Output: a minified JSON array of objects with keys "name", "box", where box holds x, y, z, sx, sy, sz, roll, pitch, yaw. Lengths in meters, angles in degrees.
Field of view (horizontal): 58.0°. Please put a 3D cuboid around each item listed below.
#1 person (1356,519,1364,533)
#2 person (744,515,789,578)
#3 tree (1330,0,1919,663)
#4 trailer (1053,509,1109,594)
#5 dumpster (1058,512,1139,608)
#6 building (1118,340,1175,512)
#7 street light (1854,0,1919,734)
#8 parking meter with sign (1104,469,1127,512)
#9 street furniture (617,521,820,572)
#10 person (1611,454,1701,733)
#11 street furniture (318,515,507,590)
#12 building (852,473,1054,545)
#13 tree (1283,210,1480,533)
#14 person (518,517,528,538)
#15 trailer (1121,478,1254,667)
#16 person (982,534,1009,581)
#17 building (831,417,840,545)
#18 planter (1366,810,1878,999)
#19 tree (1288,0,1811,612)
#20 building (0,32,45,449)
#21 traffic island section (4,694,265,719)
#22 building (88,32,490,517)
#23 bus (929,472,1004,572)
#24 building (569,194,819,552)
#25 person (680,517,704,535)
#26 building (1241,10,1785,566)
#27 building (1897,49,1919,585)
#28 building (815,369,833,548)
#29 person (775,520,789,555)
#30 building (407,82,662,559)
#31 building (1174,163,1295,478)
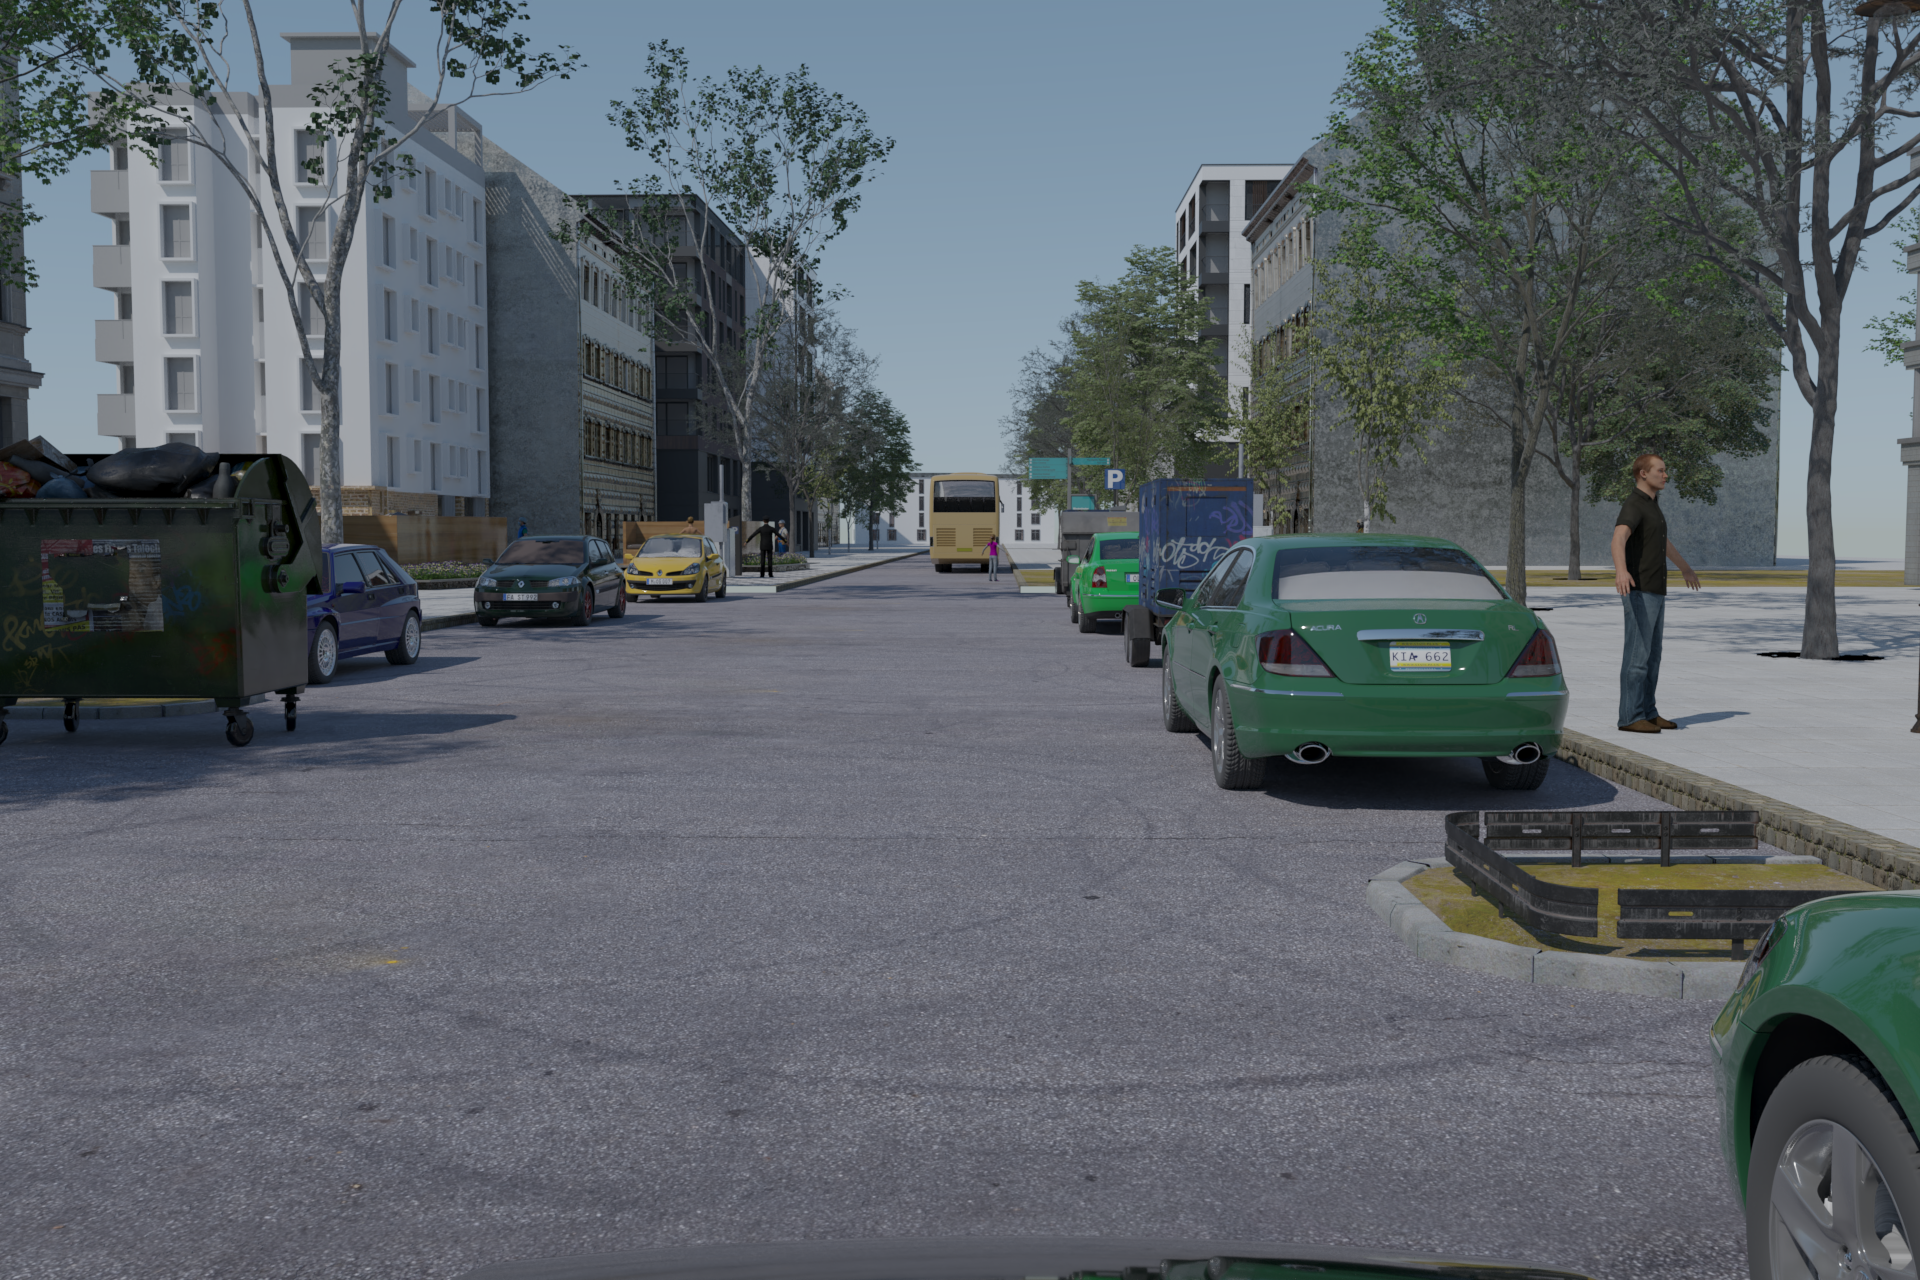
[{"name":"person","box":[14.883,-3.587,64.413,0.705,1.858,1.354,0,4,-7]},{"name":"person","box":[-5.723,-2.769,51.214,1.347,1.837,0.705,0,4,-5]},{"name":"tree","box":[8.797,-6.557,17.583,12.009,13.543,11.850,0,3,0]},{"name":"trailer","box":[3.007,-2.144,42.106,1.471,1.999,3.904,0,4,1]},{"name":"dumpster","box":[2.832,-1.540,33.389,1.865,1.857,1.264,0,4,1]},{"name":"building","box":[24.624,-18.287,165.442,16.747,18.905,31.486,0,4,1]},{"name":"street light","box":[6.240,-2.338,11.007,0.468,5.910,1.993,0,4,1]},{"name":"parking meter with sign","box":[4.115,-3.015,45.552,0.543,3.016,1.738,0,4,2]},{"name":"street furniture","box":[-7.949,-3.355,61.709,9.812,1.723,11.010,0,4,8]},{"name":"person","box":[4.487,-0.310,11.281,0.705,1.803,1.348,3,5,41]},{"name":"street furniture","box":[-14.306,-2.172,42.366,11.010,1.723,9.812,1,4,15]},{"name":"building","box":[-0.838,-17.904,237.334,28.070,9.664,9.099,0,4,-8]},{"name":"tree","box":[9.577,-5.456,39.564,4.737,8.622,4.395,0,3,0]},{"name":"person","box":[-13.915,-2.989,54.996,0.704,1.817,1.347,-2,4,-24]},{"name":"trailer","box":[2.565,-0.771,19.655,1.471,1.999,3.904,0,4,1]},{"name":"person","box":[1.044,-2.491,52.446,0.991,1.433,0.599,3,4,37]},{"name":"building","box":[-24.666,-23.240,210.902,19.493,23.208,18.063,0,4,1]},{"name":"planter","box":[2.559,0.907,6.313,1.991,0.319,1.994,0,4,2]},{"name":"tree","box":[9.531,-6.304,28.825,9.928,11.665,9.643,0,3,0]},{"name":"building","box":[-29.487,-10.744,25.627,10.553,20.879,40.483,0,4,2]},{"name":"traffic island section","box":[-6.962,0.518,14.391,1.991,0.108,1.994,0,4,2]},{"name":"building","box":[-26.995,-12.872,66.879,16.016,20.090,11.380,0,4,2]},{"name":"bus","box":[0.303,-4.678,68.030,2.896,3.916,12.252,0,4,1]},{"name":"building","box":[-25.734,-16.940,120.949,27.936,21.610,32.646,0,4,2]},{"name":"person","box":[-7.081,-2.373,45.601,1.217,1.733,0.721,-1,4,-8]},{"name":"building","box":[23.590,-15.096,77.752,19.493,23.208,18.063,0,4,2]},{"name":"building","box":[25.844,-11.320,31.755,8.464,21.280,15.925,0,4,1]},{"name":"building","box":[-22.485,-20.509,166.249,19.493,23.208,18.063,0,4,1]},{"name":"person","box":[-7.077,-3.844,68.712,0.705,1.847,1.347,-2,4,-33]},{"name":"building","box":[-26.884,-15.852,90.110,19.493,23.208,18.063,0,4,1]},{"name":"building","box":[27.591,-16.390,111.953,27.936,21.610,32.646,0,4,1]}]
